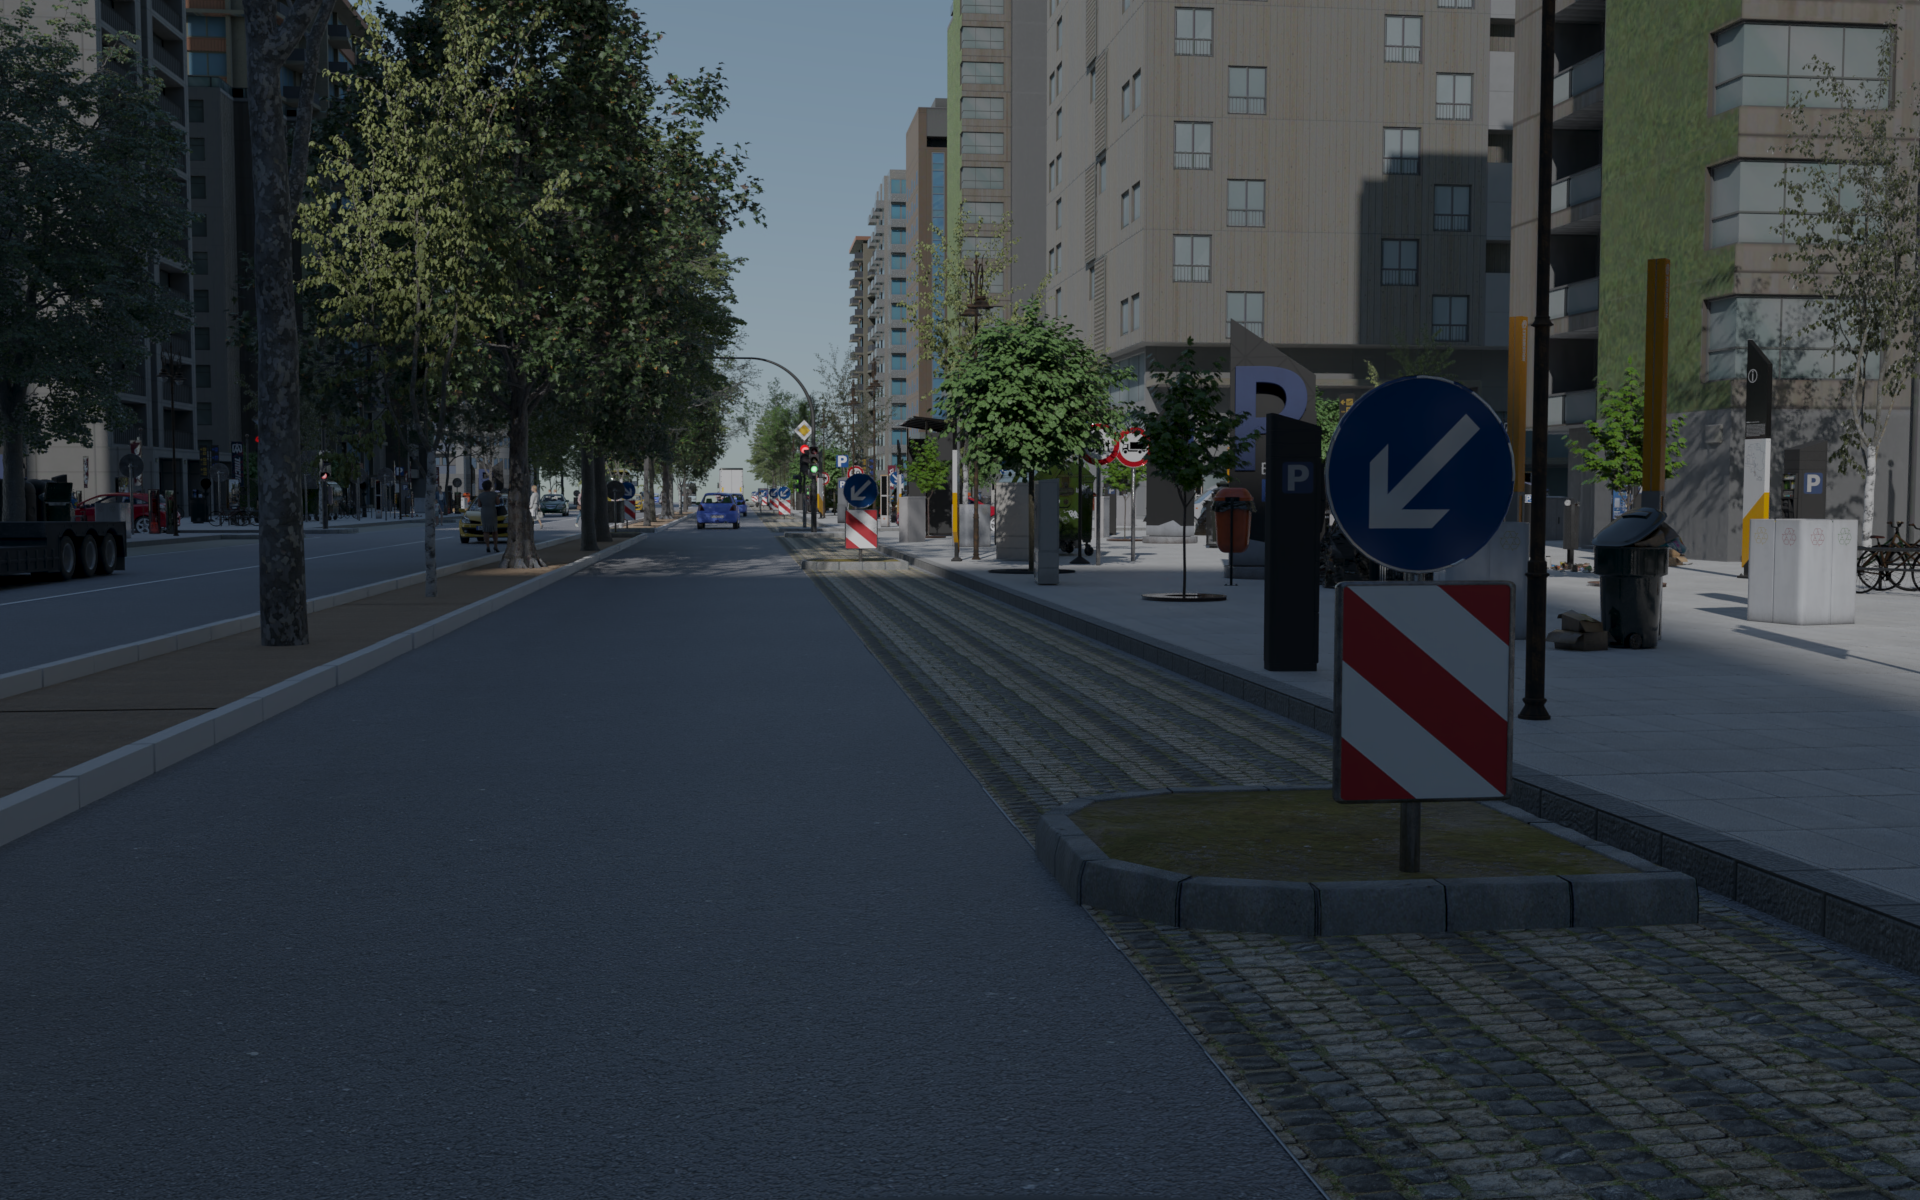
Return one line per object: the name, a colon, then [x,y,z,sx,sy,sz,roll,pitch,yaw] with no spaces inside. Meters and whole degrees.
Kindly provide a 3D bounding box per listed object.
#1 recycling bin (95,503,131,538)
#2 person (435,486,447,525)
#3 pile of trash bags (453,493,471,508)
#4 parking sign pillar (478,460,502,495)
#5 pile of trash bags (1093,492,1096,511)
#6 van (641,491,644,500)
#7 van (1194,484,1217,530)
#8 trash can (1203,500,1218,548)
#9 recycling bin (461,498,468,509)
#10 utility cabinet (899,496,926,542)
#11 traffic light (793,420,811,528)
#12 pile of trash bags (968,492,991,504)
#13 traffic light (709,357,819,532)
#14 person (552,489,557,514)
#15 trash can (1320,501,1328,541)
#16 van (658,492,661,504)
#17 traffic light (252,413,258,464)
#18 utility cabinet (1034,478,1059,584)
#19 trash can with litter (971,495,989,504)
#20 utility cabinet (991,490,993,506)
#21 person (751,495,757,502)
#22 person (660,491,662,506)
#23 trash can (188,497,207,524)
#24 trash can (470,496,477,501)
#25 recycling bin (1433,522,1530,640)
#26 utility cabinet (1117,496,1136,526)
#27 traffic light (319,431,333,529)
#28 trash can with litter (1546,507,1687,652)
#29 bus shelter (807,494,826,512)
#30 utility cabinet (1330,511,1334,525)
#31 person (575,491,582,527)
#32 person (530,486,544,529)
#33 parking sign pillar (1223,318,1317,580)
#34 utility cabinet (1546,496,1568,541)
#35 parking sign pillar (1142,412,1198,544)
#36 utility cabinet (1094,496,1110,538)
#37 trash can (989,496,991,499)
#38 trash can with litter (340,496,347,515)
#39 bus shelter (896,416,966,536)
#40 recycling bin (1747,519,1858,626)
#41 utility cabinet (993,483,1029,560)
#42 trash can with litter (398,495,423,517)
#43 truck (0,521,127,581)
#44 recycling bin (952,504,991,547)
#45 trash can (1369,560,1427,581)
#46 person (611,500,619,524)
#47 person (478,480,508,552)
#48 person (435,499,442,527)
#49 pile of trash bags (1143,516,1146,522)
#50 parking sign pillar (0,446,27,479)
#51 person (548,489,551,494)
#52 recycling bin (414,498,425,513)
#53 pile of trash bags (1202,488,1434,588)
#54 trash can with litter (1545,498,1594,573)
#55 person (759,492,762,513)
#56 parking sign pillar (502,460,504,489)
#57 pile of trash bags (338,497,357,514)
recycling bin: [-24.419,-2.286,49.937,0.722,1.027,0.722,0,4,-1]
person: [-23.877,-4.344,79.551,0.581,1.822,0.654,-1,4,-17]
pile of trash bags: [-38.814,-7.464,131.796,1.912,1.369,3.447,3,5,42]
parking sign pillar: [-36.618,-8.909,134.141,1.447,3.967,1.447,0,4,4]
pile of trash bags: [5.699,-4.616,85.220,1.912,1.369,3.447,3,4,36]
van: [-41.867,-13.736,231.592,2.013,2.044,4.112,-1,4,-8]
van: [9.543,-3.465,63.670,4.112,2.044,2.013,0,4,-6]
trash can: [6.146,-1.801,41.103,0.748,1.137,0.748,0,3,0]
recycling bin: [-35.466,-6.764,123.146,0.722,1.027,0.722,0,4,4]
utility cabinet: [-1.284,-2.154,46.380,0.306,1.237,1.020,2,4,26]
traffic light: [-5.924,-4.698,65.740,0.839,4.253,0.868,0,4,-7]
pile of trash bags: [1.203,-5.081,92.821,1.912,1.369,3.447,-3,4,-38]
traffic light: [-6.977,-5.061,57.414,4.771,5.953,1.251,0,4,-7]
person: [-29.609,-7.229,126.925,0.641,1.798,0.478,-1,4,-16]
trash can: [7.824,-1.646,38.561,0.748,1.137,0.748,0,3,0]
van: [-42.698,-14.899,250.617,2.013,2.044,4.112,0,4,-8]
traffic light: [-22.282,-4.078,55.595,0.839,4.253,0.868,0,4,-7]
utility cabinet: [1.226,-0.988,24.835,0.318,1.500,1.173,0,4,0]
trash can with litter: [1.146,-5.423,99.722,2.233,1.210,1.678,2,4,28]
utility cabinet: [2.031,-4.976,90.033,0.318,1.500,1.173,2,4,32]
person: [-34.172,-17.082,287.744,1.348,1.831,0.705,2,4,31]
person: [-36.095,-12.315,209.944,0.705,1.812,1.348,1,4,8]
trash can: [-33.174,-3.899,75.399,0.748,1.137,0.748,0,3,0]
trash can: [-38.295,-7.642,136.606,0.748,1.137,0.748,0,3,0]
recycling bin: [4.681,-0.185,15.587,0.722,1.027,0.722,0,4,6]
utility cabinet: [6.677,-3.567,69.479,0.306,1.237,1.020,-2,4,-27]
traffic light: [-21.229,-5.452,63.814,4.771,5.953,1.251,0,4,-7]
trash can with litter: [5.416,-0.180,14.325,1.055,1.170,0.624,-2,4,-28]
bus shelter: [-10.582,-8.176,124.963,1.731,3.624,6.357,0,4,-7]
utility cabinet: [9.296,-1.880,41.893,0.306,1.237,1.020,3,5,40]
person: [-16.499,-4.067,75.592,0.643,1.750,0.593,3,5,42]
person: [-17.251,-3.759,70.315,0.624,1.780,0.694,2,4,25]
parking sign pillar: [4.773,-2.323,26.456,1.447,3.967,1.447,0,4,7]
utility cabinet: [16.334,-2.250,47.941,1.020,1.237,0.306,-2,4,-26]
parking sign pillar: [5.492,-3.470,45.199,1.447,3.967,1.447,-3,5,-44]
utility cabinet: [4.198,-2.454,51.291,0.306,1.237,1.020,1,4,14]
trash can: [2.317,-6.351,115.489,0.748,1.137,0.748,0,3,0]
trash can with litter: [-37.754,-5.813,106.106,1.678,1.210,2.233,0,4,-1]
bus shelter: [-0.915,-3.912,55.242,1.731,3.624,6.357,0,4,-7]
recycling bin: [8.403,-0.290,17.288,0.722,1.027,0.722,-1,4,-20]
utility cabinet: [1.250,-1.502,33.230,1.173,1.500,0.318,3,5,39]
trash can with litter: [-30.733,-5.272,97.249,1.678,1.210,2.233,1,4,9]
truck: [-14.791,-1.955,21.715,2.967,4.110,18.799,-1,4,-9]
recycling bin: [0.276,-1.820,42.316,0.722,1.027,0.722,-2,4,-30]
trash can: [4.736,-0.432,18.723,0.748,1.137,0.748,0,3,0]
person: [-16.205,-4.419,81.430,0.731,1.740,0.598,2,4,24]
person: [-11.498,-2.067,42.656,0.716,1.782,0.532,0,4,-8]
person: [-23.046,-3.844,76.358,0.505,1.210,0.382,1,4,12]
pile of trash bags: [9.814,-4.250,79.237,1.912,1.369,3.447,-1,4,-21]
parking sign pillar: [-46.609,-5.912,85.130,1.447,3.967,1.447,-1,4,-13]
person: [-30.752,-7.372,129.306,0.573,1.790,0.520,-2,4,-31]
recycling bin: [-36.147,-6.324,115.949,0.722,1.027,0.722,-1,4,-16]
pile of trash bags: [5.224,-0.881,24.151,3.447,1.369,1.912,1,4,13]
trash can with litter: [10.214,-1.107,29.155,1.678,1.210,2.233,1,4,13]
person: [-14.580,-7.101,126.412,0.330,1.601,0.589,0,4,2]
parking sign pillar: [-36.669,-9.063,136.645,1.447,3.967,1.447,0,4,-6]
pile of trash bags: [-40.758,-6.259,112.094,1.912,1.369,3.447,2,4,26]
